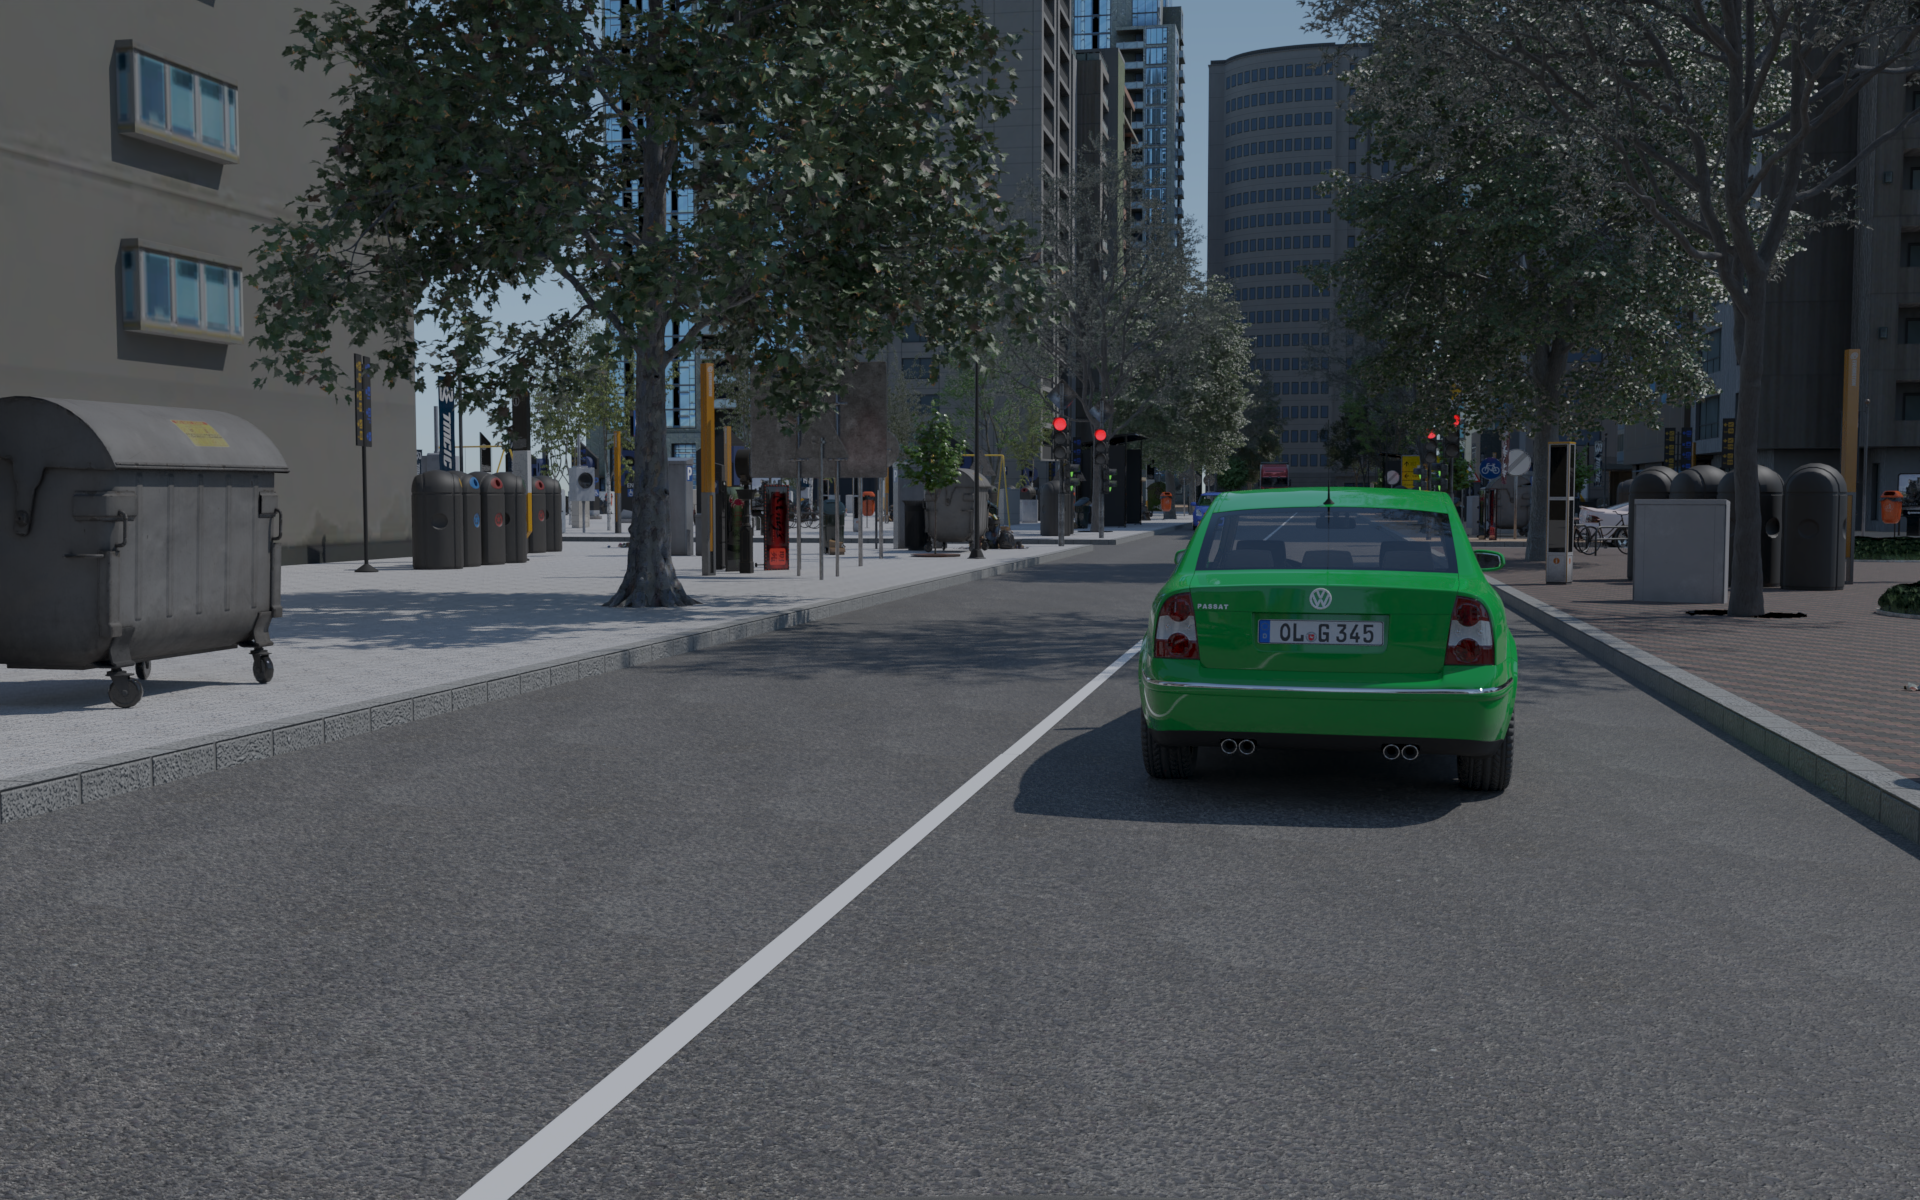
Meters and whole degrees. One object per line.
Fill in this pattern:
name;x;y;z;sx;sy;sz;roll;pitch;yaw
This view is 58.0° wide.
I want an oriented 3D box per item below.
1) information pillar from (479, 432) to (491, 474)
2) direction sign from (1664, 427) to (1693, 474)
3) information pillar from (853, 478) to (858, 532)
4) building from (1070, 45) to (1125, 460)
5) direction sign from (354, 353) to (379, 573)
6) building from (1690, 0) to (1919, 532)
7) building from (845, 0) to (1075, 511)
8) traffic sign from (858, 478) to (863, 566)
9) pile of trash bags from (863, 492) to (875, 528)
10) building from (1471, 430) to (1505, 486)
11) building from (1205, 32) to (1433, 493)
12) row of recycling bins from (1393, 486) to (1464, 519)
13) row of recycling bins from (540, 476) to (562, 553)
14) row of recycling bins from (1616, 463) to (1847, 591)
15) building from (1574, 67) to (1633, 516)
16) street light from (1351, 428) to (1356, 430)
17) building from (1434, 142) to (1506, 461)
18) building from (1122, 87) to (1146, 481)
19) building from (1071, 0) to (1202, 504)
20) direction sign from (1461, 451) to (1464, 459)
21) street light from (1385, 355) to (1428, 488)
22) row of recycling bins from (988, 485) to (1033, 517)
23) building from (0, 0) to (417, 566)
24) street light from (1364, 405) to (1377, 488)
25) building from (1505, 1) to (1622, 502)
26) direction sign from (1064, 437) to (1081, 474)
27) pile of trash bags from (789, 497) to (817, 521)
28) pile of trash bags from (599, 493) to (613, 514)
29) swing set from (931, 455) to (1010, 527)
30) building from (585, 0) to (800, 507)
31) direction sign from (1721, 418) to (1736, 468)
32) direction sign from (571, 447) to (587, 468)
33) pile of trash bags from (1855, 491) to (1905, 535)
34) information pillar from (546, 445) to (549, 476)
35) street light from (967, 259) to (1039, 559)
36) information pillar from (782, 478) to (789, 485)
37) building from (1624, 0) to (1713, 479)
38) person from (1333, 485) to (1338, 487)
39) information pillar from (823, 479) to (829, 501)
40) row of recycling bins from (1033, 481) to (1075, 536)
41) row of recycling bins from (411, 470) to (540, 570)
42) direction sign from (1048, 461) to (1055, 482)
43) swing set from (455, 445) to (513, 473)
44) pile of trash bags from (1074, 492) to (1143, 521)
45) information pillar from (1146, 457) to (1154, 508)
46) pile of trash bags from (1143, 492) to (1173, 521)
information pillar;-17.931;-4.532;65.450;0.183;3.616;0.504;2;4;35
direction sign;24.408;-4.094;58.933;0.876;3.537;0.379;2;4;31
information pillar;-3.489;-3.321;58.782;0.304;2.012;0.304;0;4;-5
building;6.913;-28.860;155.447;14.154;41.232;14.086;1;4;12
direction sign;-9.753;-2.224;28.356;0.379;3.537;0.876;0;4;-4
building;35.217;-17.772;62.270;14.107;30.474;14.160;1;4;12
building;0.194;-42.734;136.956;20.563;71.187;20.611;1;4;12
traffic sign;-1.766;-1.869;30.670;0.768;2.556;0.104;1;4;17
pile of trash bags;-2.078;-3.396;65.284;3.447;1.369;1.912;0;4;6
building;62.000;-52.068;163.977;22.319;86.520;31.000;1;4;12
building;46.451;-41.763;224.830;28.212;58.520;21.231;1;4;12
row of recycling bins;22.687;-4.702;83.991;3.534;1.692;1.069;0;4;-6
row of recycling bins;-9.510;-1.842;37.223;1.069;1.692;3.534;0;4;7
row of recycling bins;10.900;-1.065;24.518;1.069;1.692;3.534;-2;4;-24
building;52.230;-24.956;99.911;32.217;40.220;23.993;1;4;12
street light;28.224;-9.141;121.997;1.470;5.913;1.316;1;4;12
building;75.392;-36.735;220.227;30.456;49.044;23.786;1;4;12
building;5.091;-32.252;181.937;28.867;44.769;22.147;1;4;12
building;16.697;-56.125;230.322;31.000;86.520;22.319;1;4;12
direction sign;26.506;-6.137;92.334;0.379;3.537;0.876;-2;4;-31
street light;14.999;-5.220;57.892;1.470;5.913;1.316;1;4;12
row of recycling bins;2.768;-4.625;82.734;3.534;1.692;1.069;1;4;18
building;-23.552;-24.592;25.785;21.600;48.544;21.300;1;4;12
street light;21.632;-7.189;90.076;1.470;5.913;1.316;1;4;12
building;54.303;-36.345;136.245;21.231;58.520;28.212;1;4;12
direction sign;4.388;-4.698;68.811;0.876;3.537;0.379;1;4;18
pile of trash bags;-8.508;-4.476;82.942;3.447;1.369;1.912;0;4;2
pile of trash bags;-23.045;-6.165;110.544;1.912;1.369;3.447;1;4;14
swing set;0.188;-4.345;68.665;3.119;2.851;2.862;-1;4;-10
building;-24.470;-53.385;185.519;31.000;86.520;22.319;1;4;12
direction sign;23.156;-3.646;51.603;0.876;3.537;0.379;2;4;30
direction sign;-18.326;-5.586;83.330;0.876;3.537;0.379;2;4;24
pile of trash bags;25.635;-2.485;50.386;1.912;1.369;3.447;-3;4;-39
information pillar;-19.504;-5.538;81.893;0.183;3.616;0.504;-1;4;-8
street light;0.858;-3.765;34.093;1.470;5.913;1.316;1;4;12
information pillar;-10.537;-6.928;104.623;0.504;3.616;0.183;3;5;41
building;37.760;-25.995;75.125;14.600;45.320;14.200;1;4;12
person;15.817;-3.932;72.965;0.419;1.800;0.721;1;4;17
information pillar;-6.586;-4.923;84.978;0.304;2.012;0.304;0;4;-2
row of recycling bins;3.031;-2.879;54.191;1.069;1.692;3.534;0;4;6
row of recycling bins;-8.771;-1.458;30.949;1.069;1.692;3.534;1;4;9
direction sign;6.392;-7.866;120.602;0.379;3.537;0.876;2;4;34
swing set;-15.894;-3.588;56.289;3.119;2.851;2.862;2;4;26
pile of trash bags;6.514;-4.343;80.760;3.447;1.369;1.912;1;4;19
information pillar;10.819;-6.563;98.660;0.504;3.616;0.183;-1;4;-16
pile of trash bags;8.665;-4.540;83.977;3.447;1.369;1.912;-1;4;-15
